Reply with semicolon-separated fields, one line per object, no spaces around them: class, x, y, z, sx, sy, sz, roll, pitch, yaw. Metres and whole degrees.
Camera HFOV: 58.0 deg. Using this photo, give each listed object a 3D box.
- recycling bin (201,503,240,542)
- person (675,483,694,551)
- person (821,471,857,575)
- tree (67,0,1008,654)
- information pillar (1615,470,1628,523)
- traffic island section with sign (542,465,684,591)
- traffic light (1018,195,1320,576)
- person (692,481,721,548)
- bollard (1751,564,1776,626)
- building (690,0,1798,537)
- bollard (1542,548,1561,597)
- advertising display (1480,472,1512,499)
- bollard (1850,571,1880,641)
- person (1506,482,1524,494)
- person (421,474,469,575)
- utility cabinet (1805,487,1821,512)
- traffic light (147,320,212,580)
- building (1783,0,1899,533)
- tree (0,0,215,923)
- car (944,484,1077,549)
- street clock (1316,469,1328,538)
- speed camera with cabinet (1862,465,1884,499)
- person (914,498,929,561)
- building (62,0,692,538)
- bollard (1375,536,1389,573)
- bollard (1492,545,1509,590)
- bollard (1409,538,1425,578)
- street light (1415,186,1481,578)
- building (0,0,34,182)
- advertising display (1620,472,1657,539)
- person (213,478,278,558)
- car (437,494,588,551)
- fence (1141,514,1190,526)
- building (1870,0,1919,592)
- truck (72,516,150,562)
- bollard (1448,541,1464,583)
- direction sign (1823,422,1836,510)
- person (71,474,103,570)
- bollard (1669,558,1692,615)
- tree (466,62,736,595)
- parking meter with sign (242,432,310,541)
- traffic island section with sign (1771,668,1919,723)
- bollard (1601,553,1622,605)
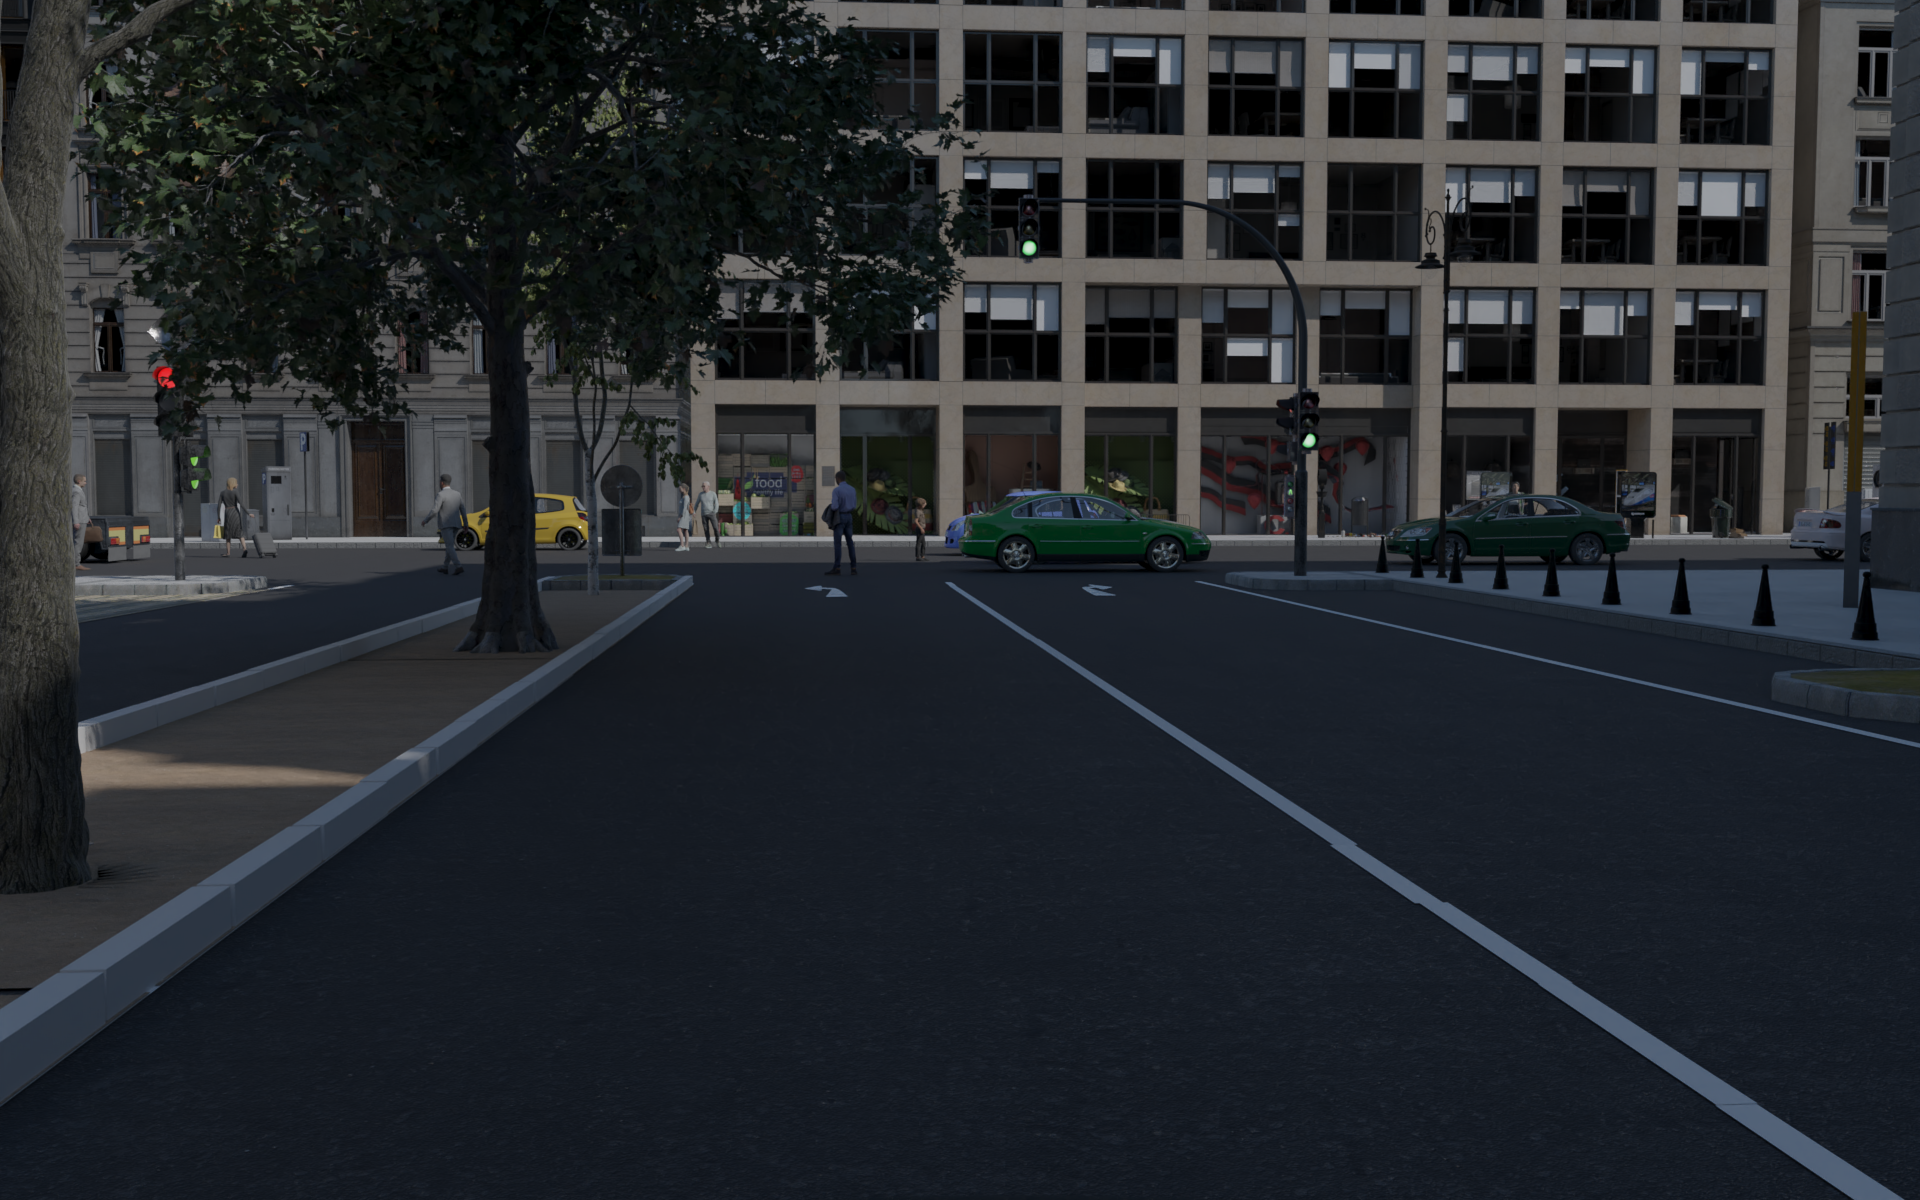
recycling bin;-19.891;-2.082;46.603;0.722;1.027;0.722;2;4;25
person;-6.983;-2.099;43.825;0.522;1.701;0.512;-1;4;-16
person;-2.155;-1.364;30.671;0.709;1.838;0.599;-3;5;-45
tree;-4.139;-5.884;15.676;9.611;12.733;9.660;0;3;0
information pillar;20.196;-2.961;52.911;0.304;2.012;0.304;2;4;25
traffic island section with sign;-5.258;-1.127;26.555;2.006;1.907;1.989;0;4;-5
traffic light;3.236;-3.187;26.774;4.771;5.953;1.251;0;4;-5
person;-6.777;-2.268;46.061;0.782;1.767;0.515;0;4;7
bollard;7.835;-0.051;16.868;0.229;0.601;0.229;0;3;0
building;8.144;-15.737;61.823;34.151;26.468;19.350;0;4;-5
bollard;7.423;-0.347;21.718;0.229;0.601;0.229;0;3;0
advertising display;15.557;-2.757;50.285;0.123;1.923;0.974;-3;5;-40
bollard;7.971;0.049;15.238;0.229;0.601;0.229;0;3;0
person;13.742;-2.060;42.906;0.841;1.734;0.376;2;4;35
person;-9.089;-1.345;30.767;0.850;1.792;0.678;2;4;32
utility cabinet;25.261;-2.611;51.370;0.318;1.500;1.173;1;4;20
traffic light;-11.587;-2.247;25.654;0.839;4.253;0.868;0;4;-5
building;41.033;-14.112;64.022;30.059;22.955;16.112;0;4;-5
tree;-3.278;-4.750;5.874;9.928;11.665;9.643;0;3;0
car;1.472;-1.900;40.664;3.694;1.707;1.945;0;4;-6
street clock;10.547;-2.809;50.493;0.358;2.002;0.471;0;4;4
speed camera with cabinet;27.522;-3.535;52.140;0.660;3.252;2.038;0;4;-2
person;-0.810;-1.502;36.965;0.340;1.345;0.435;0;4;-3
building;-17.578;-12.598;55.123;18.267;20.994;9.793;0;4;-5
bollard;6.878;-0.743;28.188;0.229;0.601;0.229;0;3;0
bollard;7.291;-0.446;23.334;0.229;0.601;0.229;0;3;0
bollard;7.017;-0.644;26.567;0.229;0.601;0.229;0;3;0
street light;7.384;-3.277;26.370;0.468;5.910;1.993;0;4;-5
building;-34.805;-13.810;55.467;15.834;23.373;12.332;0;4;-5
advertising display;19.649;-2.750;50.173;0.974;1.923;0.123;2;4;34
person;-16.106;-1.847;38.910;1.509;1.804;0.699;2;4;33
car;-11.375;-2.098;44.531;3.980;1.641;2.015;0;4;-6
fence;5.762;-2.166;50.797;2.069;0.683;0.278;0;4;-5
building;19.054;-13.087;11.242;12.463;27.353;25.104;0;4;-5
truck;-26.875;-2.802;35.571;18.799;4.110;2.967;0;4;-6
bollard;7.148;-0.545;24.949;0.229;0.601;0.229;0;3;0
direction sign;27.371;-3.827;54.567;0.379;3.537;0.876;0;4;6
person;-16.558;-1.464;32.553;0.853;1.813;0.709;-2;4;-34
bollard;7.698;-0.149;18.483;0.229;0.601;0.229;0;3;0
tree;-5.108;-4.349;23.928;4.737;8.622;4.395;0;3;0
parking meter with sign;-19.080;-3.182;48.292;1.738;3.016;0.543;-3;5;-40
traffic island section with sign;6.664;-0.184;11.642;1.989;1.847;2.006;0;4;-5
bollard;7.567;-0.248;20.099;0.229;0.601;0.229;0;3;0
